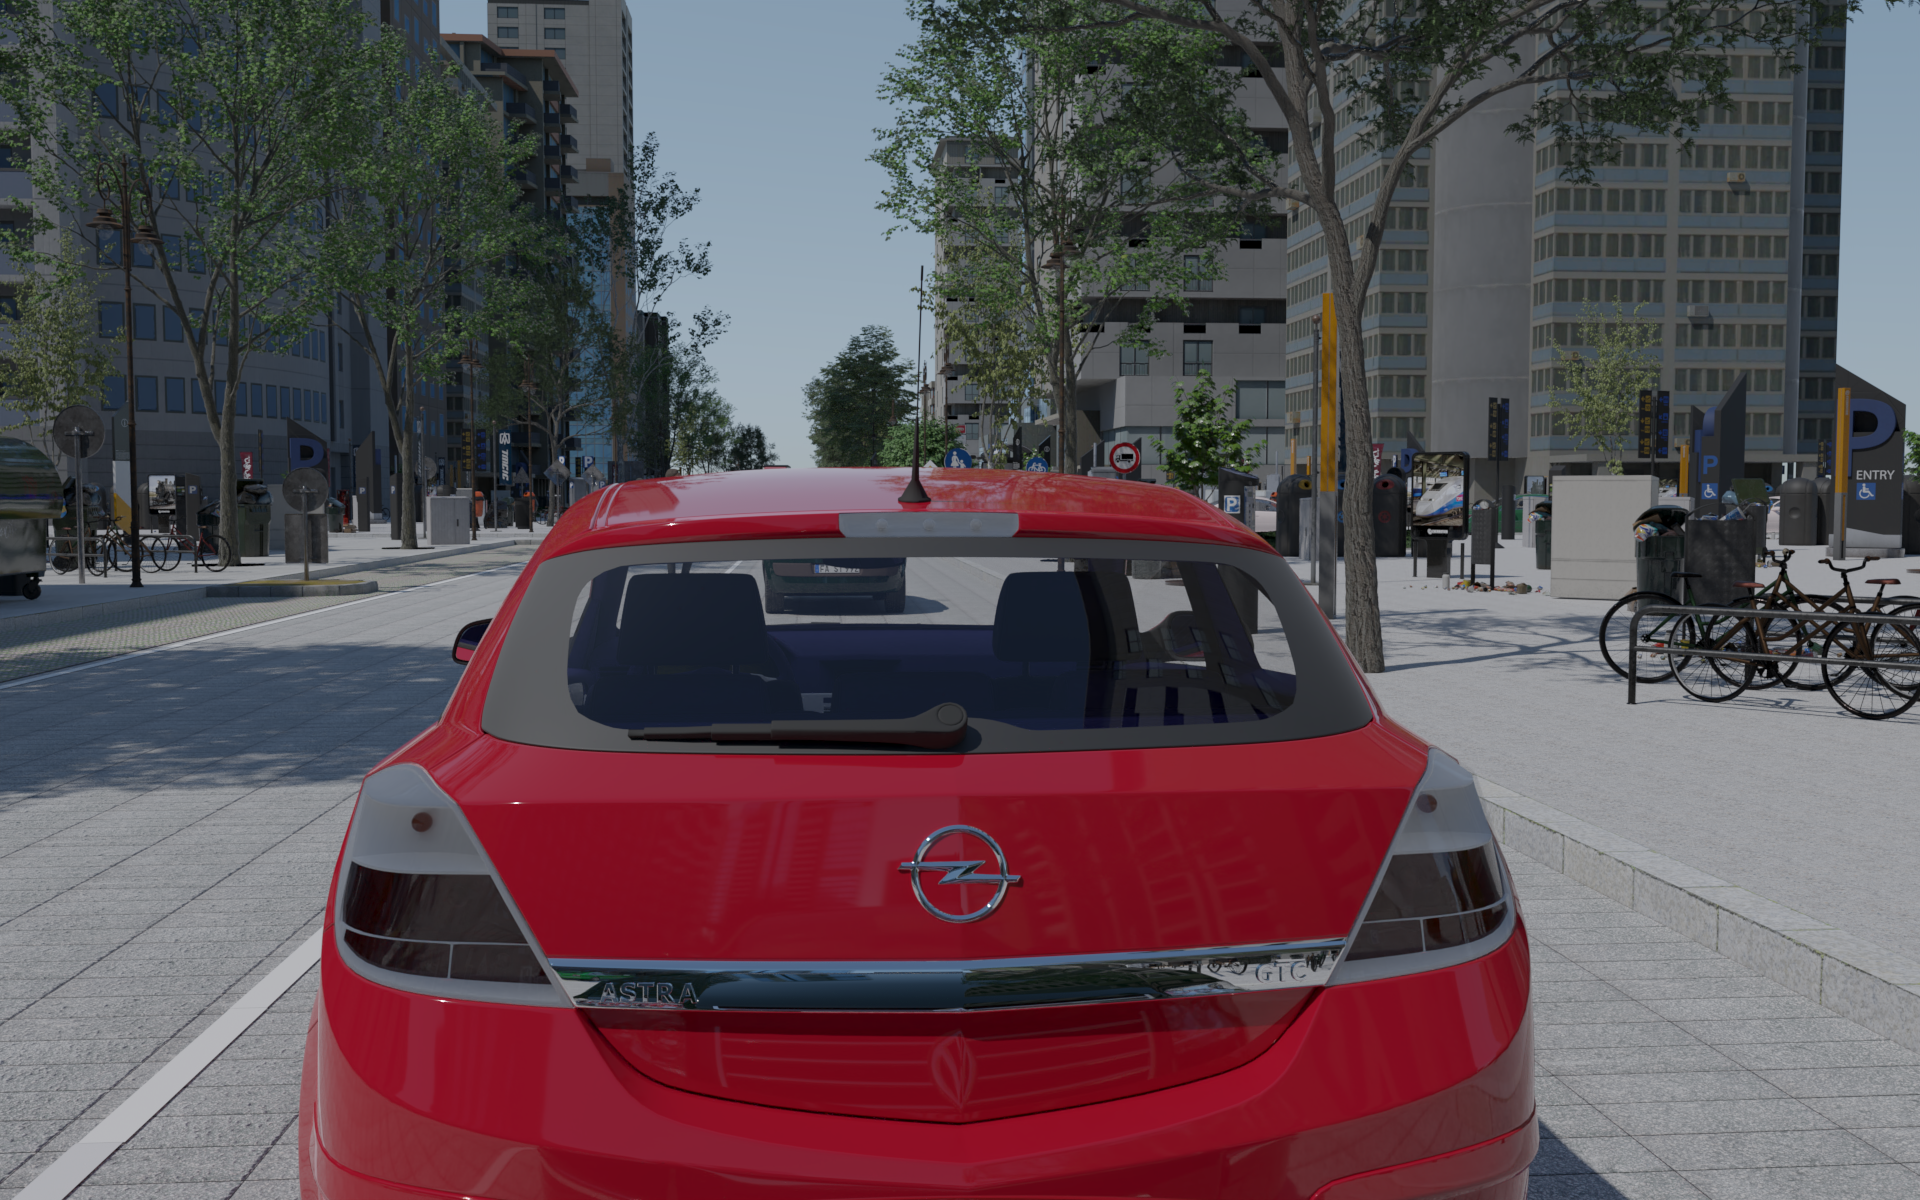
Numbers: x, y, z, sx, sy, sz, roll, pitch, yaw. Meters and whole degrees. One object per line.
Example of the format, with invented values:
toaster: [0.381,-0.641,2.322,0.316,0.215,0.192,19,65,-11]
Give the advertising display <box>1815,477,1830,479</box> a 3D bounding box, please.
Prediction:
advertising display: [33.095,-3.750,66.526,0.123,1.923,0.974,0,4,1]

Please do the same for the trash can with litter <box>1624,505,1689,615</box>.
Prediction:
trash can with litter: [7.387,-0.440,18.581,0.624,1.170,1.055,0,4,3]

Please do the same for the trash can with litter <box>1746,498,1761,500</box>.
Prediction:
trash can with litter: [13.606,-1.197,30.621,2.233,1.210,1.678,-1,4,-14]

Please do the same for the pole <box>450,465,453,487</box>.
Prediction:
pole: [-35.463,-7.767,120.833,0.158,3.312,0.155,0,3,0]

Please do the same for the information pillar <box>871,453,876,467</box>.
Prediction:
information pillar: [-4.854,-6.488,97.425,0.183,3.616,0.504,2,4,31]

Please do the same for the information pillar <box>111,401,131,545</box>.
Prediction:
information pillar: [-21.031,-3.189,43.492,0.183,3.616,0.504,1,4,22]

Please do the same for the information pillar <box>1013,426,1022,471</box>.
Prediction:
information pillar: [1.984,-4.182,59.735,0.183,3.616,0.504,-2,4,-29]

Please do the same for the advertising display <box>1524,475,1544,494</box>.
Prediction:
advertising display: [19.916,-3.358,60.116,0.974,1.923,0.123,-2,4,-35]

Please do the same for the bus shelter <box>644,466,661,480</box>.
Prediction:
bus shelter: [-23.021,-8.171,127.516,2.014,3.302,5.546,0,4,-5]

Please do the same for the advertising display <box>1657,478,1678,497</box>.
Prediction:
advertising display: [28.332,-3.942,69.662,0.974,1.923,0.123,0,4,4]

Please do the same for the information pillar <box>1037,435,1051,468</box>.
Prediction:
information pillar: [3.375,-4.744,68.924,0.504,3.616,0.183,-1,4,-13]

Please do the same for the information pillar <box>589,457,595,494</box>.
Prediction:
information pillar: [-23.173,-7.205,109.161,0.504,3.616,0.183,2,4,28]

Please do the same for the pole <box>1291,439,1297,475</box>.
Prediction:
pole: [12.337,-4.298,64.108,0.158,3.312,0.155,0,3,0]

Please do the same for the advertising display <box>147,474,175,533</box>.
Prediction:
advertising display: [-25.925,-3.130,56.397,0.974,1.923,0.123,0,4,0]

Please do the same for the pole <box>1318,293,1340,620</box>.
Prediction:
pole: [3.772,-1.458,17.690,0.158,3.312,0.155,0,3,0]

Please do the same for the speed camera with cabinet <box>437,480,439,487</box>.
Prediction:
speed camera with cabinet: [-32.253,-6.981,108.469,2.038,3.252,0.660,-1,4,-13]

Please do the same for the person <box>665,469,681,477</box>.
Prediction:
person: [-4.107,-1.023,25.402,0.473,1.802,0.592,2,4,28]

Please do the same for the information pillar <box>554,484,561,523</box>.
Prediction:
information pillar: [-17.522,-4.327,75.230,0.304,2.012,0.304,0,4,6]

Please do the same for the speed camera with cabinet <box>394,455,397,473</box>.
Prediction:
speed camera with cabinet: [-28.112,-5.750,88.355,2.038,3.252,0.660,2,4,25]

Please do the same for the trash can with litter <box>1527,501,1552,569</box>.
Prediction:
trash can with litter: [10.098,-1.118,29.674,0.624,1.170,1.055,2,4,26]

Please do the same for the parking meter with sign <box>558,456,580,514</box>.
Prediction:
parking meter with sign: [-17.613,-5.119,79.949,1.738,3.016,0.543,-3,5,-44]

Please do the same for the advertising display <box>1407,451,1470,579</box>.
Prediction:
advertising display: [7.308,-1.296,26.399,0.123,1.923,0.974,-3,5,-39]

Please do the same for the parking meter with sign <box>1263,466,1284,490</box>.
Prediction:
parking meter with sign: [19.078,-6.774,107.016,1.738,3.016,0.543,1,4,15]

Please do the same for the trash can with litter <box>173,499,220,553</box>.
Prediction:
trash can with litter: [-16.549,-1.606,37.645,1.055,1.170,0.624,-1,4,-10]

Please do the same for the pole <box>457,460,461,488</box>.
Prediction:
pole: [-30.398,-6.807,105.133,0.158,3.312,0.155,0,3,0]

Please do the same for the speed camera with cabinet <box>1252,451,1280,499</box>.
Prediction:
speed camera with cabinet: [13.288,-5.078,77.360,0.660,3.252,2.038,-2,4,-25]

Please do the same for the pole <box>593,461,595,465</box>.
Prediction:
pole: [-22.426,-6.854,105.900,0.158,3.312,0.155,0,3,0]

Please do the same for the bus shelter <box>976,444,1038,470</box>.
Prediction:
bus shelter: [1.919,-4.798,72.364,2.014,3.302,5.546,0,4,-5]

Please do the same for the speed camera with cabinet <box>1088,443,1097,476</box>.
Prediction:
speed camera with cabinet: [4.879,-4.404,66.347,0.660,3.252,2.038,3,5,44]

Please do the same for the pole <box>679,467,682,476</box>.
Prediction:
pole: [-20.912,-8.310,129.704,0.158,3.312,0.155,0,3,0]

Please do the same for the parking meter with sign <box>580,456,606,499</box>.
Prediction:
parking meter with sign: [-16.388,-5.024,78.410,0.543,3.016,1.738,-3,5,-44]

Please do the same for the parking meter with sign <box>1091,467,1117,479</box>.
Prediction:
parking meter with sign: [4.038,-3.195,48.500,1.738,3.016,0.543,0,4,0]

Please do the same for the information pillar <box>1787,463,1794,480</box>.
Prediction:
information pillar: [45.503,-6.337,94.964,0.504,3.616,0.183,-2,4,-30]

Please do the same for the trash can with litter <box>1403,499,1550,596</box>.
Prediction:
trash can with litter: [6.992,-0.718,22.799,1.678,1.210,2.233,-1,4,-13]

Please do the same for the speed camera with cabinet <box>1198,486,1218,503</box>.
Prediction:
speed camera with cabinet: [9.510,-4.336,65.233,0.660,3.252,2.038,0,4,-7]

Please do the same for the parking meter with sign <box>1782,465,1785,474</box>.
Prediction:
parking meter with sign: [50.738,-6.679,105.458,1.738,3.016,0.543,-1,4,-9]

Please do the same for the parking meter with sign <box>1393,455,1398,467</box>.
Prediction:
parking meter with sign: [18.505,-4.937,76.975,1.738,3.016,0.543,0,4,0]

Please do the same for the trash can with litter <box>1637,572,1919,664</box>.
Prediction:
trash can with litter: [6.389,-0.154,13.575,2.233,1.210,1.678,1,4,16]

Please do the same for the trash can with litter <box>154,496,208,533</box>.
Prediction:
trash can with litter: [-26.343,-2.903,58.515,1.678,1.210,2.233,-2,4,-28]

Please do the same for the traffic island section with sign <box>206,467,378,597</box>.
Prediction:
traffic island section with sign: [-9.504,-0.994,24.878,1.989,1.847,2.006,0,4,-5]

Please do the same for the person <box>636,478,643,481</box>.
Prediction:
person: [-7.040,-1.774,37.859,0.623,1.781,0.721,-2,4,-28]

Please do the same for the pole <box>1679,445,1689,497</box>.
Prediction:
pole: [29.982,-4.773,71.884,0.158,3.312,0.155,0,3,0]

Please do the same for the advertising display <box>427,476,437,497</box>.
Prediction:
advertising display: [-18.693,-3.424,61.195,0.123,1.923,0.974,0,4,3]

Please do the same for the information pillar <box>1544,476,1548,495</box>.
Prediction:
information pillar: [24.280,-4.142,72.216,0.304,2.012,0.304,0,4,-7]

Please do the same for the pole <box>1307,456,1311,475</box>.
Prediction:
pole: [18.665,-6.046,92.702,0.158,3.312,0.155,0,3,0]

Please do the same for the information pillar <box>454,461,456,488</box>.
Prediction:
information pillar: [-36.202,-8.126,124.219,0.183,3.616,0.504,-1,4,-13]

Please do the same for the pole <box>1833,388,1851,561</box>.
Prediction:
pole: [17.001,-2.419,33.391,0.158,3.312,0.155,0,3,0]

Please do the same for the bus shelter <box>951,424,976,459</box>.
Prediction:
bus shelter: [-0.506,-7.299,96.976,2.179,5.291,8.768,0,4,-5]

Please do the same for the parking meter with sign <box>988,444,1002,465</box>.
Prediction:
parking meter with sign: [0.699,-3.861,59.386,0.543,3.016,1.738,3,5,39]

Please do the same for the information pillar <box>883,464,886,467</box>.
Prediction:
information pillar: [-5.357,-8.095,123.709,0.183,3.616,0.504,-3,5,-41]

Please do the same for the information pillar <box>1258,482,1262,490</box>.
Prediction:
information pillar: [18.677,-6.365,108.558,0.304,2.012,0.304,-2,4,-30]

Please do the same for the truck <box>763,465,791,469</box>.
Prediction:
truck: [-17.828,-10.978,168.406,2.839,4.237,11.283,0,4,-4]
